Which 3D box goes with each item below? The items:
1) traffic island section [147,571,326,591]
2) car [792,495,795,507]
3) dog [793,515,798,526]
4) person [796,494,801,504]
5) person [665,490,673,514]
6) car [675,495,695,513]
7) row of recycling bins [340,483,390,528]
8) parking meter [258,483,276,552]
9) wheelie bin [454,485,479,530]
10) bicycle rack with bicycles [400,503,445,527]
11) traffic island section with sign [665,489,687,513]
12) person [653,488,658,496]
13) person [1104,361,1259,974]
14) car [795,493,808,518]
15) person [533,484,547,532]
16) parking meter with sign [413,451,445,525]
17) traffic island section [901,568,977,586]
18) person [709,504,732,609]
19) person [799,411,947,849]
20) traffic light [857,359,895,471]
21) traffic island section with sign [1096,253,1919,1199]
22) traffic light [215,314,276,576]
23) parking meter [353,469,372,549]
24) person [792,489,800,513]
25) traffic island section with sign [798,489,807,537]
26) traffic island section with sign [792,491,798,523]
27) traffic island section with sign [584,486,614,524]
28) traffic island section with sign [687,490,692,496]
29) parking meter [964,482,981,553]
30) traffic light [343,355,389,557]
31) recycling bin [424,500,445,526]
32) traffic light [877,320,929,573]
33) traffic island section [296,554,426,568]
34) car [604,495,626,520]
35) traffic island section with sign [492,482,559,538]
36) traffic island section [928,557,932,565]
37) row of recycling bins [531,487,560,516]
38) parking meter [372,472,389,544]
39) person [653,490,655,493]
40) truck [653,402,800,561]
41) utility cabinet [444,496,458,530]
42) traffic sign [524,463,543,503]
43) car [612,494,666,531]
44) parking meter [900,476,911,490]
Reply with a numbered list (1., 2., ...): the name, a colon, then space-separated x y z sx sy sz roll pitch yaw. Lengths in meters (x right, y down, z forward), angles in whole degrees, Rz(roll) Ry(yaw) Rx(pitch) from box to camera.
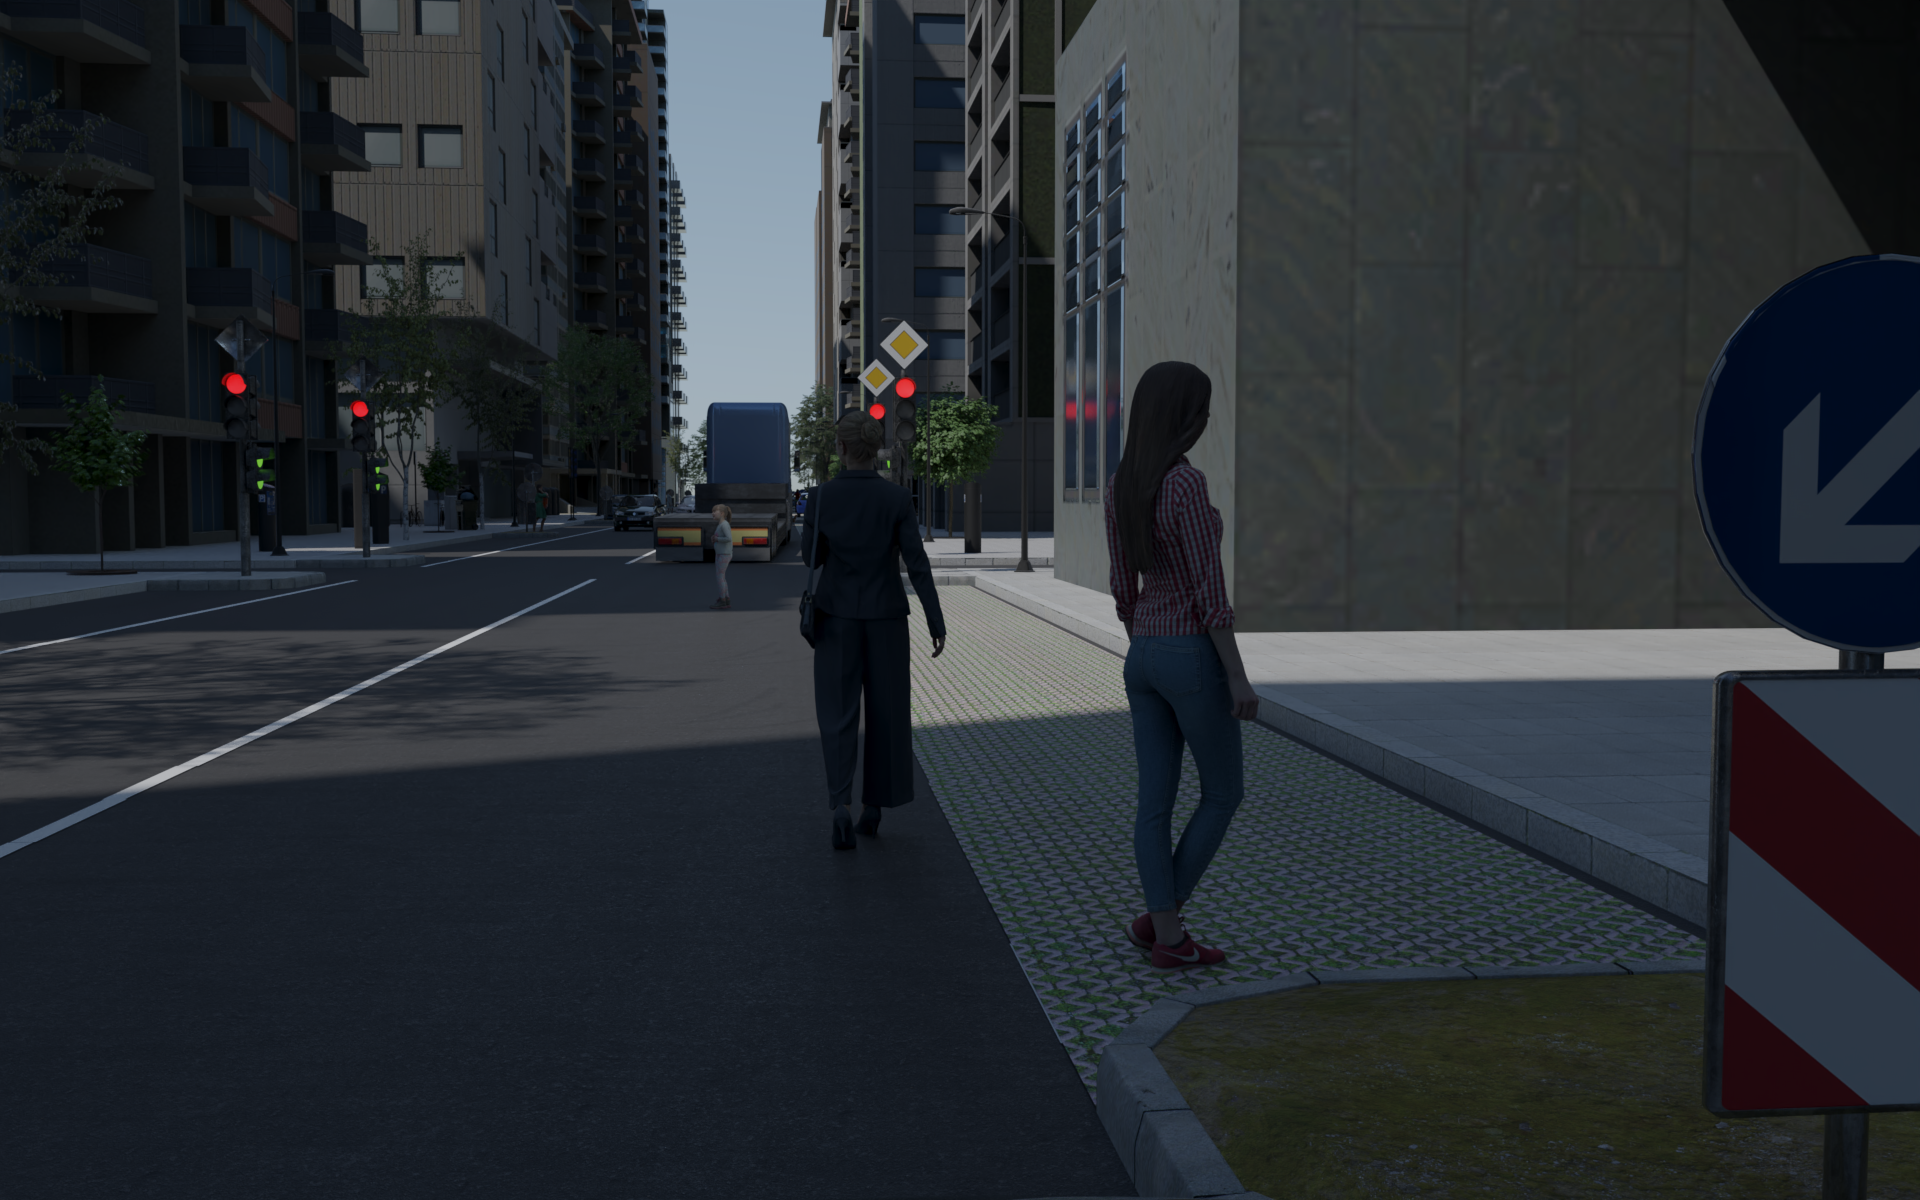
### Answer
1. traffic island section: -11.220 -0.300 27.179 2.009 0.180 2.903 0 4 -6
2. car: -16.156 -9.856 173.142 2.014 1.417 4.499 0 4 -7
3. dog: -7.612 -3.591 77.998 0.540 0.507 0.406 -2 4 -29
4. person: -11.349 -6.814 123.162 0.557 1.426 1.065 1 4 18
5. person: -17.868 -5.935 106.548 0.522 1.701 0.512 0 4 7
6. car: -14.183 -4.929 92.945 2.083 1.381 4.827 0 4 -5
7. row of recycling bins: -23.294 -3.703 67.662 1.069 1.692 3.534 0 4 4
8. parking meter: -15.452 -1.848 38.620 0.372 1.533 0.369 0 3 0
9. wheelie bin: -17.487 -3.271 61.396 0.693 1.594 0.980 -3 5 -44
10. bicycle rack with bicycles: -20.673 -3.335 67.906 2.852 0.926 2.925 0 4 -6
11. traffic island section with sign: -22.465 -7.707 134.640 1.989 1.847 2.006 0 4 -6
12. person: -18.419 -5.764 102.960 1.509 1.804 0.699 -3 5 -40
13. person: 0.669 0.204 5.168 0.388 1.821 0.555 -3 5 -41
14. car: -9.197 -5.930 106.548 1.945 1.707 3.694 0 4 -5
15. person: -15.049 -3.251 61.900 0.529 1.795 0.600 -1 4 -21
16. parking meter with sign: -21.428 -4.566 70.914 1.738 3.016 0.543 -1 4 -13
17. traffic island section: -0.884 -0.365 28.251 2.009 0.180 2.903 0 4 -6
18. person: -3.008 -0.549 21.761 0.394 1.301 0.425 -3 5 -41
19. person: -0.377 0.110 7.125 0.576 1.772 0.534 -1 4 -21
20. traffic light: -1.756 -2.884 36.075 0.839 4.253 0.868 0 4 -6
21. traffic island section with sign: 1.349 0.305 3.645 1.989 1.847 2.006 0 4 -6
22. traffic light: -11.179 -2.332 27.048 0.839 4.253 0.868 0 4 -6
23. parking meter: -14.092 -2.142 40.735 0.255 1.863 0.399 0 4 -6
24. person: -12.369 -7.558 132.030 1.348 1.831 0.705 1 4 14
25. traffic island section with sign: -4.370 -3.041 58.349 1.989 1.847 2.006 0 4 -6
26. traffic island section with sign: -7.205 -4.701 85.484 1.989 1.847 2.006 0 4 -6
27. traffic island section with sign: -17.212 -4.634 84.400 1.989 1.847 2.006 0 4 -6
28. traffic island section with sign: -25.279 -9.347 161.449 1.989 1.847 2.006 0 4 -6
29. parking meter: 0.279 -1.790 37.684 0.372 1.533 0.369 0 3 0
30. traffic light: -12.010 -2.818 34.990 0.839 4.253 0.868 0 4 -6
31. recycling bin: -21.203 -3.512 69.972 0.722 1.027 0.722 0 4 0
32. traffic light: -0.925 -2.398 28.133 0.839 4.253 0.868 0 4 -6
33. traffic island section: -12.051 -0.785 35.121 2.009 0.180 2.903 0 4 -6
34. car: -17.608 -4.806 90.579 2.014 1.417 4.499 0 4 -7
35. traffic island section with sign: -14.410 -2.995 57.591 1.989 1.847 2.006 0 4 -6
36. traffic island section: -1.715 -0.851 36.193 2.009 0.180 2.903 0 4 -6
37. row of recycling bins: -24.880 -5.933 104.118 1.069 1.692 3.534 0 4 5
38. parking meter: -14.898 -2.374 44.524 0.255 1.863 0.399 2 4 27
39. person: -22.060 -7.130 125.795 0.721 1.735 1.217 0 4 3
40. truck: -5.789 -3.376 44.955 2.967 4.110 18.799 0 4 -4
41. utility cabinet: -18.228 -3.161 62.838 0.306 1.237 1.020 2 4 28
42. traffic sign: -17.511 -4.343 71.106 0.768 2.556 0.104 0 4 -5
43. car: -12.574 -3.565 68.077 2.009 1.686 4.222 0 4 -4
44. parking meter: -1.844 -3.170 57.546 0.255 1.863 0.399 3 4 39
